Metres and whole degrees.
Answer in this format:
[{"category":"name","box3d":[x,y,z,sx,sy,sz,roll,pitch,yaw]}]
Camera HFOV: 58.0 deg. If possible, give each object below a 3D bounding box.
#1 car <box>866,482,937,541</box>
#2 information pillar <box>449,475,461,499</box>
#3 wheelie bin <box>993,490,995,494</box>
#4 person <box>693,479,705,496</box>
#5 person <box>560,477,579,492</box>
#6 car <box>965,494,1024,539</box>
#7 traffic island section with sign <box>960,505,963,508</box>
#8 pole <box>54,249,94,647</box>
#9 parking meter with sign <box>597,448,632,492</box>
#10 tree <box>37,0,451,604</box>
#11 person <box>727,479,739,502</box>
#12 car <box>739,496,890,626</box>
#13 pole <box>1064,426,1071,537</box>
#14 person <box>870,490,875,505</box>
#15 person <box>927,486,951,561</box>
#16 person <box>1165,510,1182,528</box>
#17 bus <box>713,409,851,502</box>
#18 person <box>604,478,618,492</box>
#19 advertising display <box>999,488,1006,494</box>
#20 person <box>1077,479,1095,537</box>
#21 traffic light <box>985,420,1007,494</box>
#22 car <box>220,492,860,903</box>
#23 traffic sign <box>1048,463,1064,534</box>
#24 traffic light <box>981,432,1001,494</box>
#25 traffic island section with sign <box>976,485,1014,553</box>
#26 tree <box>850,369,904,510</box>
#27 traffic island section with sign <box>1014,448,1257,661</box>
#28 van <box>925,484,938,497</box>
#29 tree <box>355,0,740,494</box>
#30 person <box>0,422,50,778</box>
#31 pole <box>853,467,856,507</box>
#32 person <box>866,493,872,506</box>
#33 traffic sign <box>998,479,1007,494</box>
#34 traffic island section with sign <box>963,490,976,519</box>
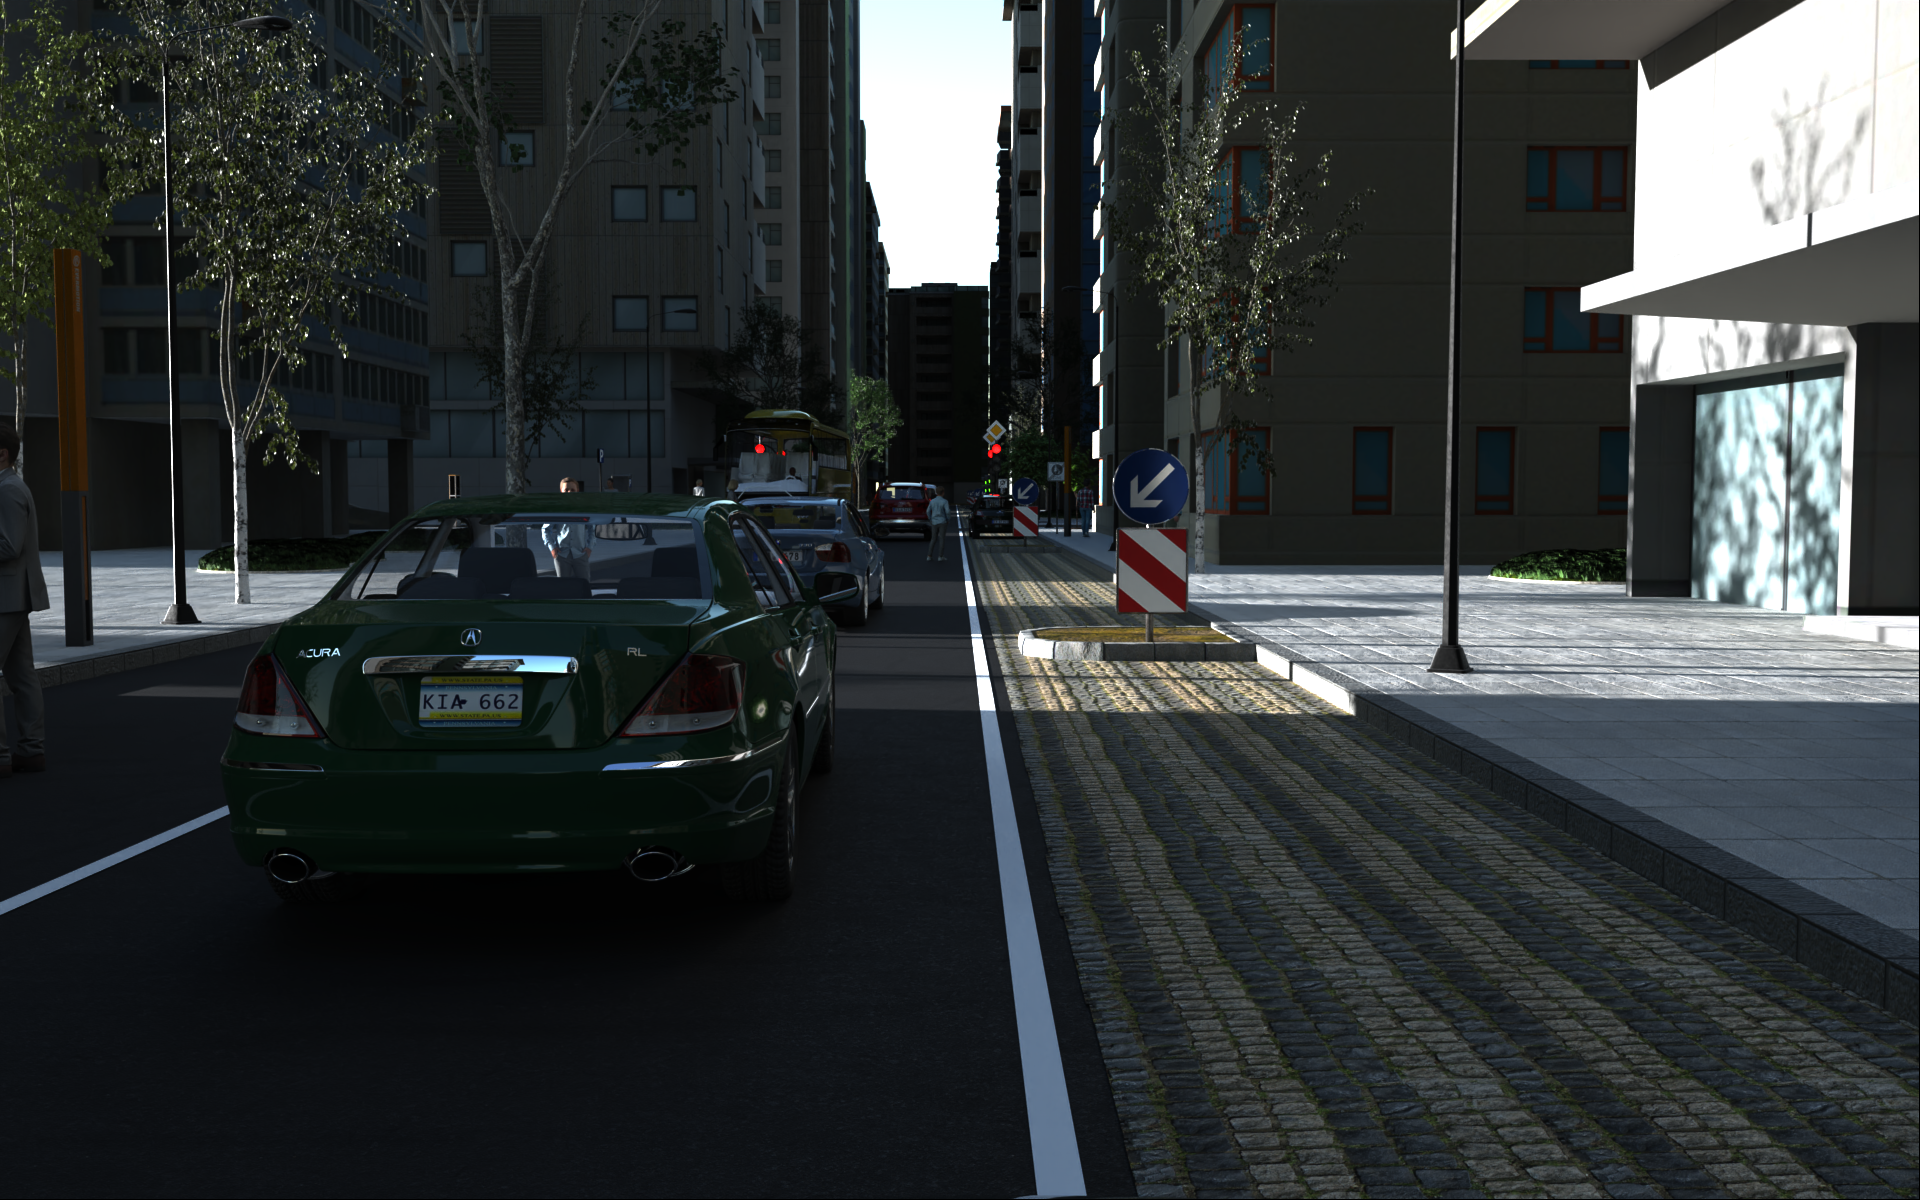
[{"category":"car","box3d":[-1.819,-2.798,54.423,2.281,1.827,5.304,0,4,-2]},{"category":"information pillar","box3d":[-19.366,-3.788,66.432,0.304,2.012,0.304,1,4,20]},{"category":"wheelie bin","box3d":[2.825,-8.304,143.671,0.693,1.594,0.980,0,4,-4]},{"category":"person","box3d":[-9.898,-3.661,65.778,0.514,1.842,0.818,0,4,1]},{"category":"person","box3d":[-3.983,-0.455,17.748,0.589,1.601,0.330,-1,4,-9]},{"category":"car","box3d":[1.185,-2.845,56.296,2.009,1.686,4.222,0,4,-2]},{"category":"traffic island section with sign","box3d":[1.217,-7.196,126.282,1.989,1.847,2.006,0,4,0]},{"category":"pole","box3d":[-7.441,-1.266,14.539,0.158,3.312,0.155,0,3,0]},{"category":"parking meter with sign","box3d":[-12.947,-4.285,66.326,1.738,3.016,0.543,0,4,6]},{"category":"tree","box3d":[-8.177,-4.266,20.110,4.360,8.622,3.978,0,3,0]},{"category":"person","box3d":[-5.719,-2.129,43.489,0.728,1.800,0.709,0,4,-6]},{"category":"car","box3d":[-1.851,-0.497,20.130,2.014,1.417,4.499,0,4,1]},{"category":"pole","box3d":[3.245,-3.566,52.147,0.158,3.312,0.155,0,3,0]},{"category":"person","box3d":[-9.383,-10.868,184.454,1.217,1.735,0.721,-1,4,-14]},{"category":"person","box3d":[-0.439,-1.650,37.289,0.589,1.601,0.330,2,4,33]},{"category":"person","box3d":[3.834,-1.504,30.978,0.444,1.785,0.601,1,4,20]},{"category":"bus","box3d":[-5.187,-3.805,53.752,2.896,3.916,12.252,0,4,2]},{"category":"person","box3d":[-9.858,-2.564,48.718,0.760,1.731,0.466,3,4,38]},{"category":"advertising display","box3d":[2.909,-6.971,119.191,0.123,1.923,0.974,1,4,22]},{"category":"person","box3d":[3.749,-2.738,51.647,0.563,1.720,0.643,2,4,32]},{"category":"traffic light","box3d":[1.353,-4.687,65.554,0.839,4.253,0.868,0,4,0]},{"category":"car","box3d":[-1.522,0.262,7.520,2.131,1.459,4.920,0,4,-1]},{"category":"traffic sign","box3d":[3.113,-3.265,55.519,0.606,2.300,0.079,0,4,7]},{"category":"traffic light","box3d":[1.329,-5.175,73.539,0.839,4.253,0.868,0,4,0]},{"category":"traffic island section with sign","box3d":[1.475,-2.082,42.661,1.989,1.847,2.006,0,4,0]},{"category":"tree","box3d":[-8.418,-13.253,142.439,9.928,11.665,9.643,0,3,0]},{"category":"traffic island section with sign","box3d":[1.541,-0.433,15.706,1.989,1.847,2.006,0,4,0]},{"category":"van","box3d":[-1.659,-4.288,77.126,2.013,2.044,4.112,0,4,-1]},{"category":"tree","box3d":[-7.911,-10.877,33.720,12.611,20.169,13.585,0,3,0]},{"category":"person","box3d":[-4.963,-0.007,8.808,0.583,1.804,0.606,-2,4,-32]},{"category":"pole","box3d":[-7.998,-8.397,131.130,0.158,3.312,0.155,0,3,0]},{"category":"person","box3d":[-9.611,-10.610,182.754,0.697,1.427,0.421,1,4,11]},{"category":"traffic sign","box3d":[2.905,-7.079,117.871,0.606,2.300,0.079,0,4,3]},{"category":"traffic island section with sign","box3d":[1.311,-5.484,98.288,1.989,1.847,2.006,0,4,0]}]
